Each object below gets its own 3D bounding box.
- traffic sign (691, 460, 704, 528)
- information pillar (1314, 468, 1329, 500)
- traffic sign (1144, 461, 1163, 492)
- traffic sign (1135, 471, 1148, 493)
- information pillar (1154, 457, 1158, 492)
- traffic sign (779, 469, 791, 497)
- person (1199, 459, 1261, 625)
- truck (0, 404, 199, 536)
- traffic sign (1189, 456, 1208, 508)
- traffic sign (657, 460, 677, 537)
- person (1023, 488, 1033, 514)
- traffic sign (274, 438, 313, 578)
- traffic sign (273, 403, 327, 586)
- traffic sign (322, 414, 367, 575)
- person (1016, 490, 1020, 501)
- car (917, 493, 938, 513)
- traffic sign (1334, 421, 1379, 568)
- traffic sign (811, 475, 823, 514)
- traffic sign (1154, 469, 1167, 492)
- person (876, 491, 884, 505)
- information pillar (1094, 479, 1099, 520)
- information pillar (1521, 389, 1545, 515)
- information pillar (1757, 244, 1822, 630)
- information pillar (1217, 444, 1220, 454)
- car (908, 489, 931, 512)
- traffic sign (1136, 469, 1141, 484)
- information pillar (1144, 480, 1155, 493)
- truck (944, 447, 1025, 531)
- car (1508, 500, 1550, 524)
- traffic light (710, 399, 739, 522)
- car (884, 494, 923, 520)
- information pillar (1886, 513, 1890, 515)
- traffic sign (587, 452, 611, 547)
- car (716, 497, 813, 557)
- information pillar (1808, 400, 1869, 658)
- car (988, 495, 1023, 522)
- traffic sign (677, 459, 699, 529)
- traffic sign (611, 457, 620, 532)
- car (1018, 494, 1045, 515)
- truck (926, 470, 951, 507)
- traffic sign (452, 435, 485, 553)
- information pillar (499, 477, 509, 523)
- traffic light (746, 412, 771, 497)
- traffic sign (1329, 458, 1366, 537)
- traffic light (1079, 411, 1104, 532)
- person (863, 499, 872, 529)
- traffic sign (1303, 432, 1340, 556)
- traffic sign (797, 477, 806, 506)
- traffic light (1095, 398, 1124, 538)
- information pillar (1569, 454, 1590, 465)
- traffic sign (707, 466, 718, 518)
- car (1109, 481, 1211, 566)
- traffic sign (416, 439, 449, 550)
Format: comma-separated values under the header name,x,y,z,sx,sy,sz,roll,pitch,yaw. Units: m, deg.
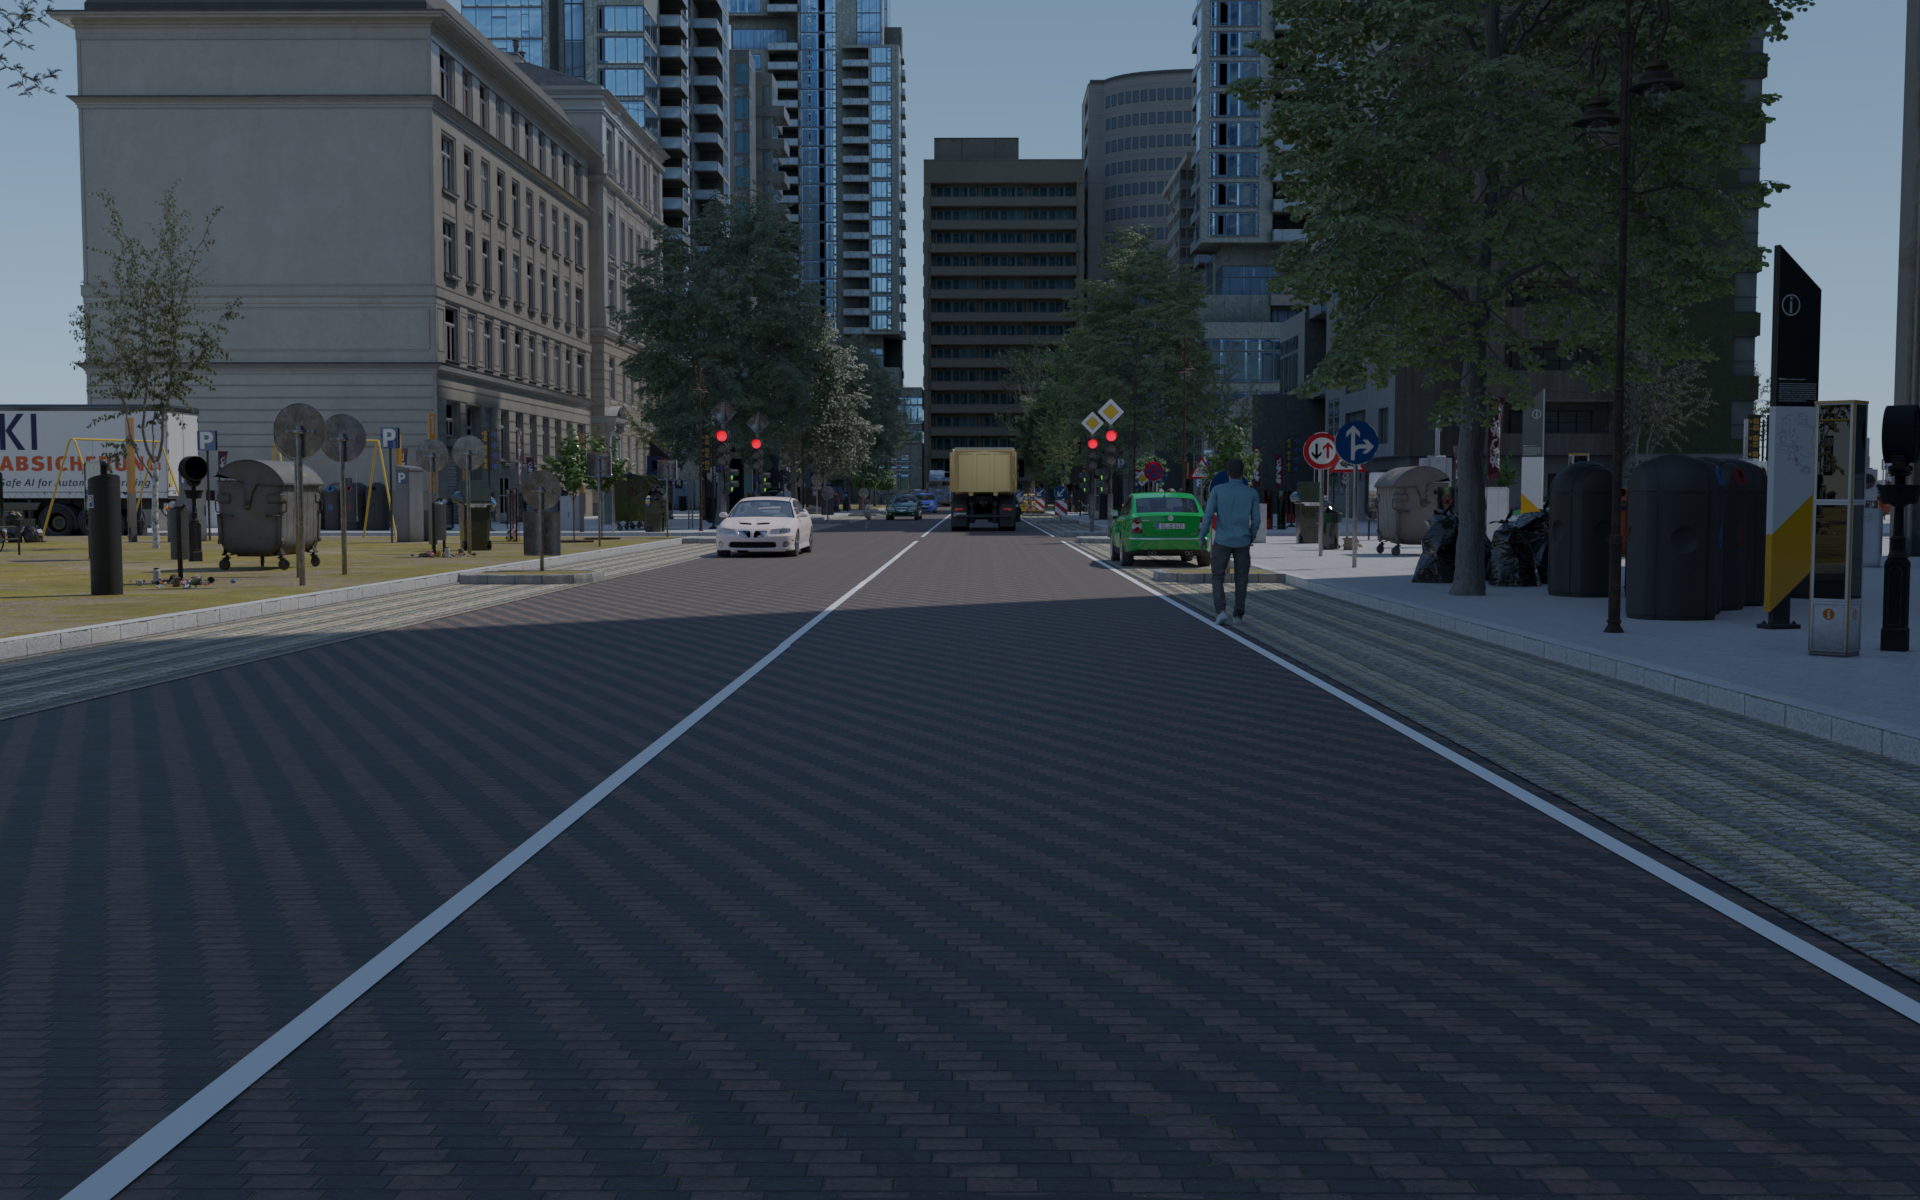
name,x,y,z,sx,sy,sz,roll,pitch,yaw
traffic sign,-10.115,-4.002,65.436,0.884,2.594,0.081,0,4,2
information pillar,10.055,-2.676,48.241,0.304,2.012,0.304,-1,4,-15
traffic sign,7.545,-4.128,67.600,0.768,2.556,0.104,1,4,9
traffic sign,8.858,-5.086,84.348,0.795,2.450,0.064,0,4,6
information pillar,12.499,-7.285,110.466,0.183,3.616,0.504,3,4,37
traffic sign,-9.114,-5.470,89.544,0.768,2.556,0.104,0,4,5
person,2.966,-0.641,18.995,0.660,1.820,0.620,0,4,1
truck,-30.345,-4.053,55.178,11.283,4.237,2.839,0,4,-1
traffic sign,8.336,-3.656,59.772,0.884,2.594,0.081,1,4,10
traffic sign,-8.790,-3.050,51.996,0.606,2.300,0.079,1,4,10
person,4.594,-6.514,115.092,0.778,1.811,0.616,1,4,10
traffic sign,-10.147,-1.616,26.522,0.768,2.556,0.104,0,4,7
traffic sign,-9.229,-1.475,24.229,0.768,2.556,0.104,0,4,4
traffic sign,-9.792,-1.674,27.482,0.768,2.556,0.104,0,4,3
person,4.534,-7.639,133.743,0.624,1.780,0.694,0,4,4
car,-2.625,-7.430,131.075,1.945,1.707,3.694,0,4,2
traffic sign,6.875,-1.835,30.110,0.768,2.556,0.104,0,4,1
traffic sign,-9.041,-6.689,109.468,0.768,2.556,0.104,1,4,9
traffic sign,9.402,-5.012,82.051,0.768,2.556,0.104,0,4,7
person,-9.787,-12.598,214.553,1.350,1.814,0.705,1,4,15
information pillar,6.585,-4.896,84.540,0.304,2.012,0.304,-3,5,-41
information pillar,12.852,-2.904,38.831,0.504,3.616,0.183,3,5,42
information pillar,7.887,-1.533,16.424,0.504,3.616,0.183,-1,4,-14
information pillar,10.321,-4.684,67.932,0.504,3.616,0.183,0,4,-2
car,-3.383,-8.039,140.112,2.281,1.827,5.304,0,4,-1
traffic sign,9.035,-5.431,88.896,0.768,2.556,0.104,1,4,8
information pillar,9.506,-5.067,87.329,0.304,2.012,0.304,-2,4,-35
truck,0.980,-4.576,70.747,3.469,3.379,9.791,0,4,1
car,19.416,-2.641,54.985,4.920,1.459,2.131,0,4,-1
traffic light,-6.956,-3.800,51.046,0.839,4.253,0.868,0,4,1
car,-3.108,-5.183,96.543,2.131,1.459,4.920,0,4,2
information pillar,62.089,-6.798,115.633,0.304,2.012,0.304,3,5,42
traffic sign,-8.798,-2.453,42.230,0.606,2.300,0.079,0,4,5
car,-4.595,-1.762,41.165,2.083,1.381,4.827,0,4,2
information pillar,6.947,-0.563,13.702,0.304,2.012,0.304,-3,5,-44
car,2.298,-4.940,90.553,2.009,1.686,4.222,0,4,1
traffic sign,-10.000,-3.904,63.830,0.884,2.594,0.081,0,4,4
traffic sign,-11.812,-3.599,58.950,0.768,2.556,0.104,0,4,6
car,4.887,-6.677,119.387,2.015,1.641,3.980,0,4,-1
truck,-2.395,-12.917,200.949,2.967,4.110,18.799,0,4,-1
traffic sign,-10.639,-2.286,37.488,0.768,2.556,0.104,1,4,9
information pillar,-19.890,-4.351,75.635,0.304,2.012,0.304,3,4,37
traffic light,-6.880,-4.288,59.031,0.839,4.253,0.868,0,4,1
traffic sign,9.422,-2.576,42.123,0.884,2.594,0.081,0,4,5
traffic light,4.480,-4.283,58.940,0.839,4.253,0.868,0,4,1
person,-3.814,-3.483,70.460,0.382,1.210,0.505,-2,4,-29
traffic sign,7.446,-2.176,35.676,0.768,2.556,0.104,0,4,7
traffic sign,-11.637,-7.755,126.804,0.884,2.594,0.081,0,4,1
traffic light,4.405,-3.794,50.955,0.839,4.253,0.868,0,4,1
information pillar,11.249,-1.653,31.525,0.304,2.012,0.304,0,4,8
traffic sign,-11.211,-4.836,79.167,0.768,2.556,0.104,1,4,9
car,4.075,-1.635,35.525,1.959,1.807,4.718,0,4,1
traffic sign,-12.191,-2.441,40.011,0.768,2.556,0.104,0,4,4
